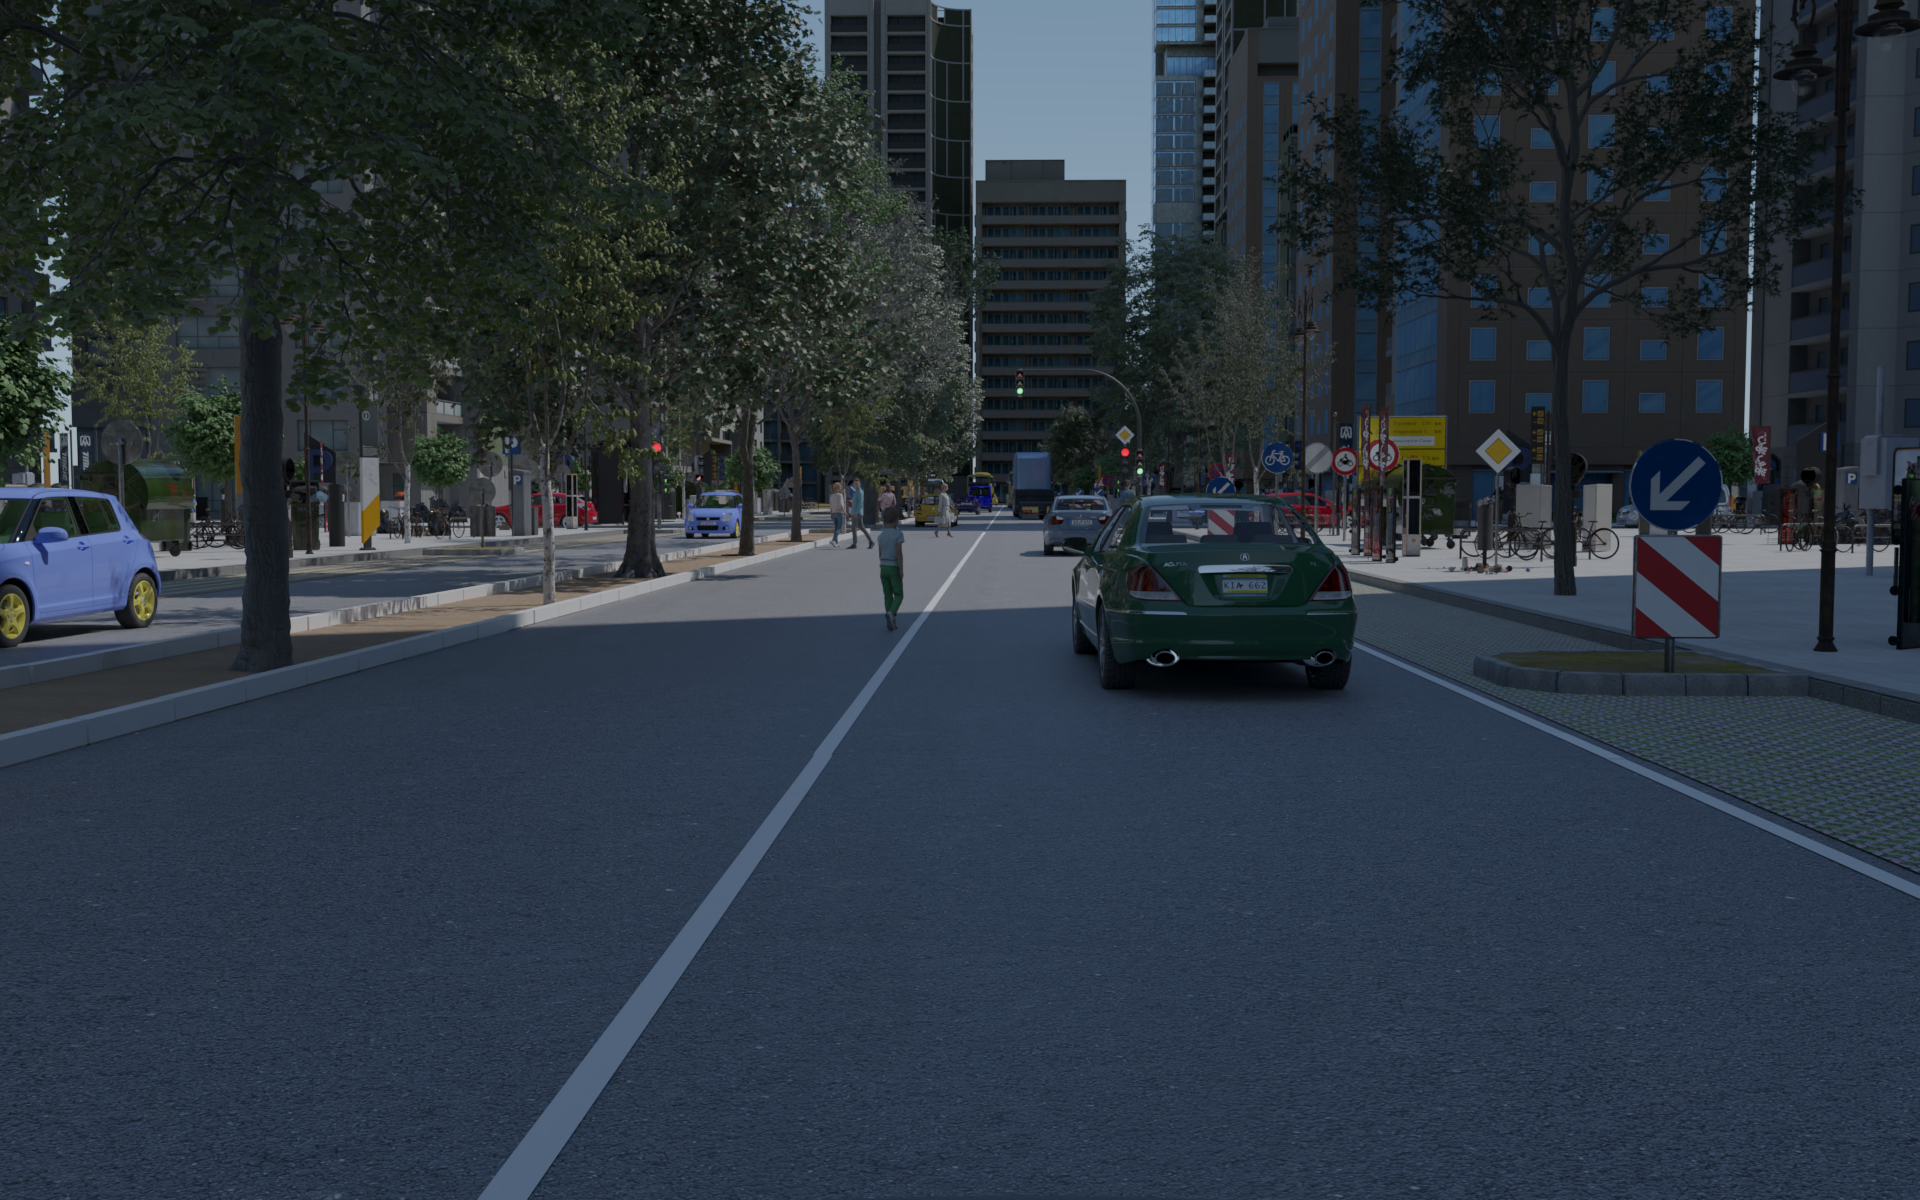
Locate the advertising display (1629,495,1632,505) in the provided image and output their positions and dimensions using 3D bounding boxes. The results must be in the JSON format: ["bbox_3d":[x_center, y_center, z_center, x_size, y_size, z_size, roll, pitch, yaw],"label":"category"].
[{"bbox_3d":[27.912,-4.019,70.929,0.974,1.923,0.123,0,4,6],"label":"advertising display"}]

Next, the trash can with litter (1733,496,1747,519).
[{"bbox_3d":[40.155,-4.755,89.138,0.624,1.170,1.055,2,4,29],"label":"trash can with litter"}]

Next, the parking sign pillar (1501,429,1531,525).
[{"bbox_3d":[23.127,-5.074,71.439,1.447,3.967,1.447,3,4,36],"label":"parking sign pillar"}]

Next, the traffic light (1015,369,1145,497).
[{"bbox_3d":[4.391,-5.396,62.890,4.771,5.953,1.251,0,4,2],"label":"traffic light"}]

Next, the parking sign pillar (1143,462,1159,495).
[{"bbox_3d":[14.970,-9.001,135.632,1.447,3.967,1.447,3,5,44],"label":"parking sign pillar"}]

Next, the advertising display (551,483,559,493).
[{"bbox_3d":[-22.780,-5.622,97.126,0.123,1.923,0.974,1,4,17],"label":"advertising display"}]

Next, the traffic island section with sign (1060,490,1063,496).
[{"bbox_3d":[8.374,-7.063,124.100,1.989,1.847,2.006,0,4,2],"label":"traffic island section with sign"}]

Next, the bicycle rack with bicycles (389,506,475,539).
[{"bbox_3d":[-15.403,-2.236,49.941,2.852,0.926,2.925,0,4,7],"label":"bicycle rack with bicycles"}]

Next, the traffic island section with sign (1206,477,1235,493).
[{"bbox_3d":[5.838,-1.924,40.084,1.989,1.847,2.006,0,4,2],"label":"traffic island section with sign"}]

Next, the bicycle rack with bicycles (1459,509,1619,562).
[{"bbox_3d":[11.096,-1.274,34.209,2.852,0.926,2.925,-3,5,-40],"label":"bicycle rack with bicycles"}]

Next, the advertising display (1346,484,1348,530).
[{"bbox_3d":[13.780,-3.477,62.066,0.123,1.923,0.974,0,4,4],"label":"advertising display"}]

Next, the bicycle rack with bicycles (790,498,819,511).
[{"bbox_3d":[-13.048,-7.973,143.739,2.925,0.926,2.852,-2,4,-28],"label":"bicycle rack with bicycles"}]

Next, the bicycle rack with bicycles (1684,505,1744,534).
[{"bbox_3d":[24.830,-2.605,55.972,2.925,0.926,2.852,2,4,30],"label":"bicycle rack with bicycles"}]

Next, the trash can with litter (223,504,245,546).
[{"bbox_3d":[-17.953,-1.963,43.490,0.624,1.170,1.055,1,4,18],"label":"trash can with litter"}]

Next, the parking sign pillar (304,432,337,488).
[{"bbox_3d":[-27.803,-5.312,75.316,1.447,3.967,1.447,-1,4,-15],"label":"parking sign pillar"}]

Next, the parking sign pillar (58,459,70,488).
[{"bbox_3d":[-68.385,-8.790,132.191,1.447,3.967,1.447,-1,4,-12],"label":"parking sign pillar"}]

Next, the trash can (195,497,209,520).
[{"bbox_3d":[-37.253,-4.487,85.023,0.748,1.137,0.748,0,3,0],"label":"trash can"}]

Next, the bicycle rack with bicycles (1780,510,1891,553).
[{"bbox_3d":[19.481,-1.547,38.678,2.925,0.926,2.852,-2,4,-26],"label":"bicycle rack with bicycles"}]

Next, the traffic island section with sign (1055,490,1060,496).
[{"bbox_3d":[10.668,-11.707,200.036,1.989,1.847,2.006,0,4,2],"label":"traffic island section with sign"}]

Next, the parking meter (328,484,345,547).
[{"bbox_3d":[-15.186,-2.066,42.190,0.372,1.533,0.369,0,3,0],"label":"parking meter"}]

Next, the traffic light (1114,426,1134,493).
[{"bbox_3d":[6.726,-5.017,70.950,0.839,4.253,0.868,0,4,2],"label":"traffic light"}]

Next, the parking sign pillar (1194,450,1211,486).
[{"bbox_3d":[13.696,-6.619,96.700,1.447,3.967,1.447,-2,4,-35],"label":"parking sign pillar"}]

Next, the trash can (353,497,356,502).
[{"bbox_3d":[-28.069,-4.141,79.366,0.748,1.137,0.748,0,3,0],"label":"trash can"}]

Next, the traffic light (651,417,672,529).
[{"bbox_3d":[-11.019,-4.560,63.479,0.839,4.253,0.868,0,4,2],"label":"traffic light"}]

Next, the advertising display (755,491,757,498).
[{"bbox_3d":[-17.115,-8.681,147.152,0.123,1.923,0.974,-3,4,-36],"label":"advertising display"}]

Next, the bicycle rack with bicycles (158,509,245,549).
[{"bbox_3d":[-17.373,-1.671,40.697,2.925,0.926,2.852,-1,4,-8],"label":"bicycle rack with bicycles"}]

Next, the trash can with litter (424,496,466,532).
[{"bbox_3d":[-18.215,-2.980,59.786,1.678,1.210,2.233,-3,5,-42],"label":"trash can with litter"}]

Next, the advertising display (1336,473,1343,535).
[{"bbox_3d":[11.853,-3.000,54.261,0.123,1.923,0.974,1,4,11],"label":"advertising display"}]

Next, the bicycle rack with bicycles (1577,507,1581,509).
[{"bbox_3d":[17.418,-2.239,49.991,2.852,0.926,2.925,2,4,35],"label":"bicycle rack with bicycles"}]

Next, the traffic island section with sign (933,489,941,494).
[{"bbox_3d":[-1.961,-8.442,146.158,2.006,1.907,1.989,0,4,2],"label":"traffic island section with sign"}]

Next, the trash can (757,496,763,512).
[{"bbox_3d":[-13.969,-6.761,122.202,0.748,1.137,0.748,0,3,0],"label":"trash can"}]

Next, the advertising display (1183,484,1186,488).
[{"bbox_3d":[18.025,-8.249,140.076,0.123,1.923,0.974,3,5,42],"label":"advertising display"}]

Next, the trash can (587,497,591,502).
[{"bbox_3d":[-20.332,-4.953,92.636,0.748,1.137,0.748,0,3,0],"label":"trash can"}]

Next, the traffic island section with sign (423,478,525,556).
[{"bbox_3d":[-11.413,-1.977,40.946,1.989,1.847,2.006,0,4,2],"label":"traffic island section with sign"}]

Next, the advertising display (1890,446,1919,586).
[{"bbox_3d":[12.982,-1.121,23.541,0.123,1.923,0.974,0,4,-1],"label":"advertising display"}]

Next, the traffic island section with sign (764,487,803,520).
[{"bbox_3d":[-9.750,-5.355,96.179,1.989,1.847,2.006,0,4,2],"label":"traffic island section with sign"}]

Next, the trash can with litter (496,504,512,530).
[{"bbox_3d":[-15.951,-3.080,61.751,1.055,1.170,0.624,-3,5,-42],"label":"trash can with litter"}]

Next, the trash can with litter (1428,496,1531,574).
[{"bbox_3d":[8.568,-1.076,28.654,1.678,1.210,2.233,1,4,18],"label":"trash can with litter"}]

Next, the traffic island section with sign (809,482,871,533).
[{"bbox_3d":[-4.454,-3.395,63.650,2.006,1.907,1.989,0,4,2],"label":"traffic island section with sign"}]

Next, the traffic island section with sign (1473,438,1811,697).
[{"bbox_3d":[5.025,-0.276,13.141,1.989,1.847,2.006,0,4,2],"label":"traffic island section with sign"}]

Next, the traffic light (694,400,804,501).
[{"bbox_3d":[-8.684,-5.918,71.433,4.771,5.953,1.251,0,4,2],"label":"traffic light"}]

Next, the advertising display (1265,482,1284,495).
[{"bbox_3d":[16.447,-5.230,90.732,0.974,1.923,0.123,1,4,12],"label":"advertising display"}]

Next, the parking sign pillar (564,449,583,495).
[{"bbox_3d":[-19.081,-5.937,85.544,1.447,3.967,1.447,-2,4,-35],"label":"parking sign pillar"}]

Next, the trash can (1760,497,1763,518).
[{"bbox_3d":[35.040,-3.874,74.994,0.748,1.137,0.748,0,3,0],"label":"trash can"}]

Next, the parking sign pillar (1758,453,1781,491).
[{"bbox_3d":[44.288,-6.502,94.775,1.447,3.967,1.447,-1,4,-14],"label":"parking sign pillar"}]

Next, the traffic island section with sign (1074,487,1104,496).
[{"bbox_3d":[7.546,-5.380,96.594,1.989,1.847,2.006,0,4,2],"label":"traffic island section with sign"}]

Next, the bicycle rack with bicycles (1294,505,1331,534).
[{"bbox_3d":[10.687,-2.616,56.161,2.925,0.926,2.852,0,4,-4],"label":"bicycle rack with bicycles"}]

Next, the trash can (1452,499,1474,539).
[{"bbox_3d":[14.399,-2.337,49.859,0.748,1.137,0.748,0,3,0],"label":"trash can"}]

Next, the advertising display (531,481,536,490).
[{"bbox_3d":[-22.141,-5.089,88.411,0.974,1.923,0.123,0,4,2],"label":"advertising display"}]

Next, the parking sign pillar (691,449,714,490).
[{"bbox_3d":[-15.438,-7.063,103.945,1.447,3.967,1.447,1,4,16],"label":"parking sign pillar"}]

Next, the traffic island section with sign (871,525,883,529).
[{"bbox_3d":[-4.221,-3.848,71.054,2.006,1.907,1.989,0,4,2],"label":"traffic island section with sign"}]

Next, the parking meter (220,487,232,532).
[{"bbox_3d":[-24.791,-3.063,58.490,0.372,1.533,0.369,0,3,0],"label":"parking meter"}]

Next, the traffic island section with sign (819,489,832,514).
[{"bbox_3d":[-8.920,-7.009,123.223,1.989,1.847,2.006,0,4,2],"label":"traffic island section with sign"}]
